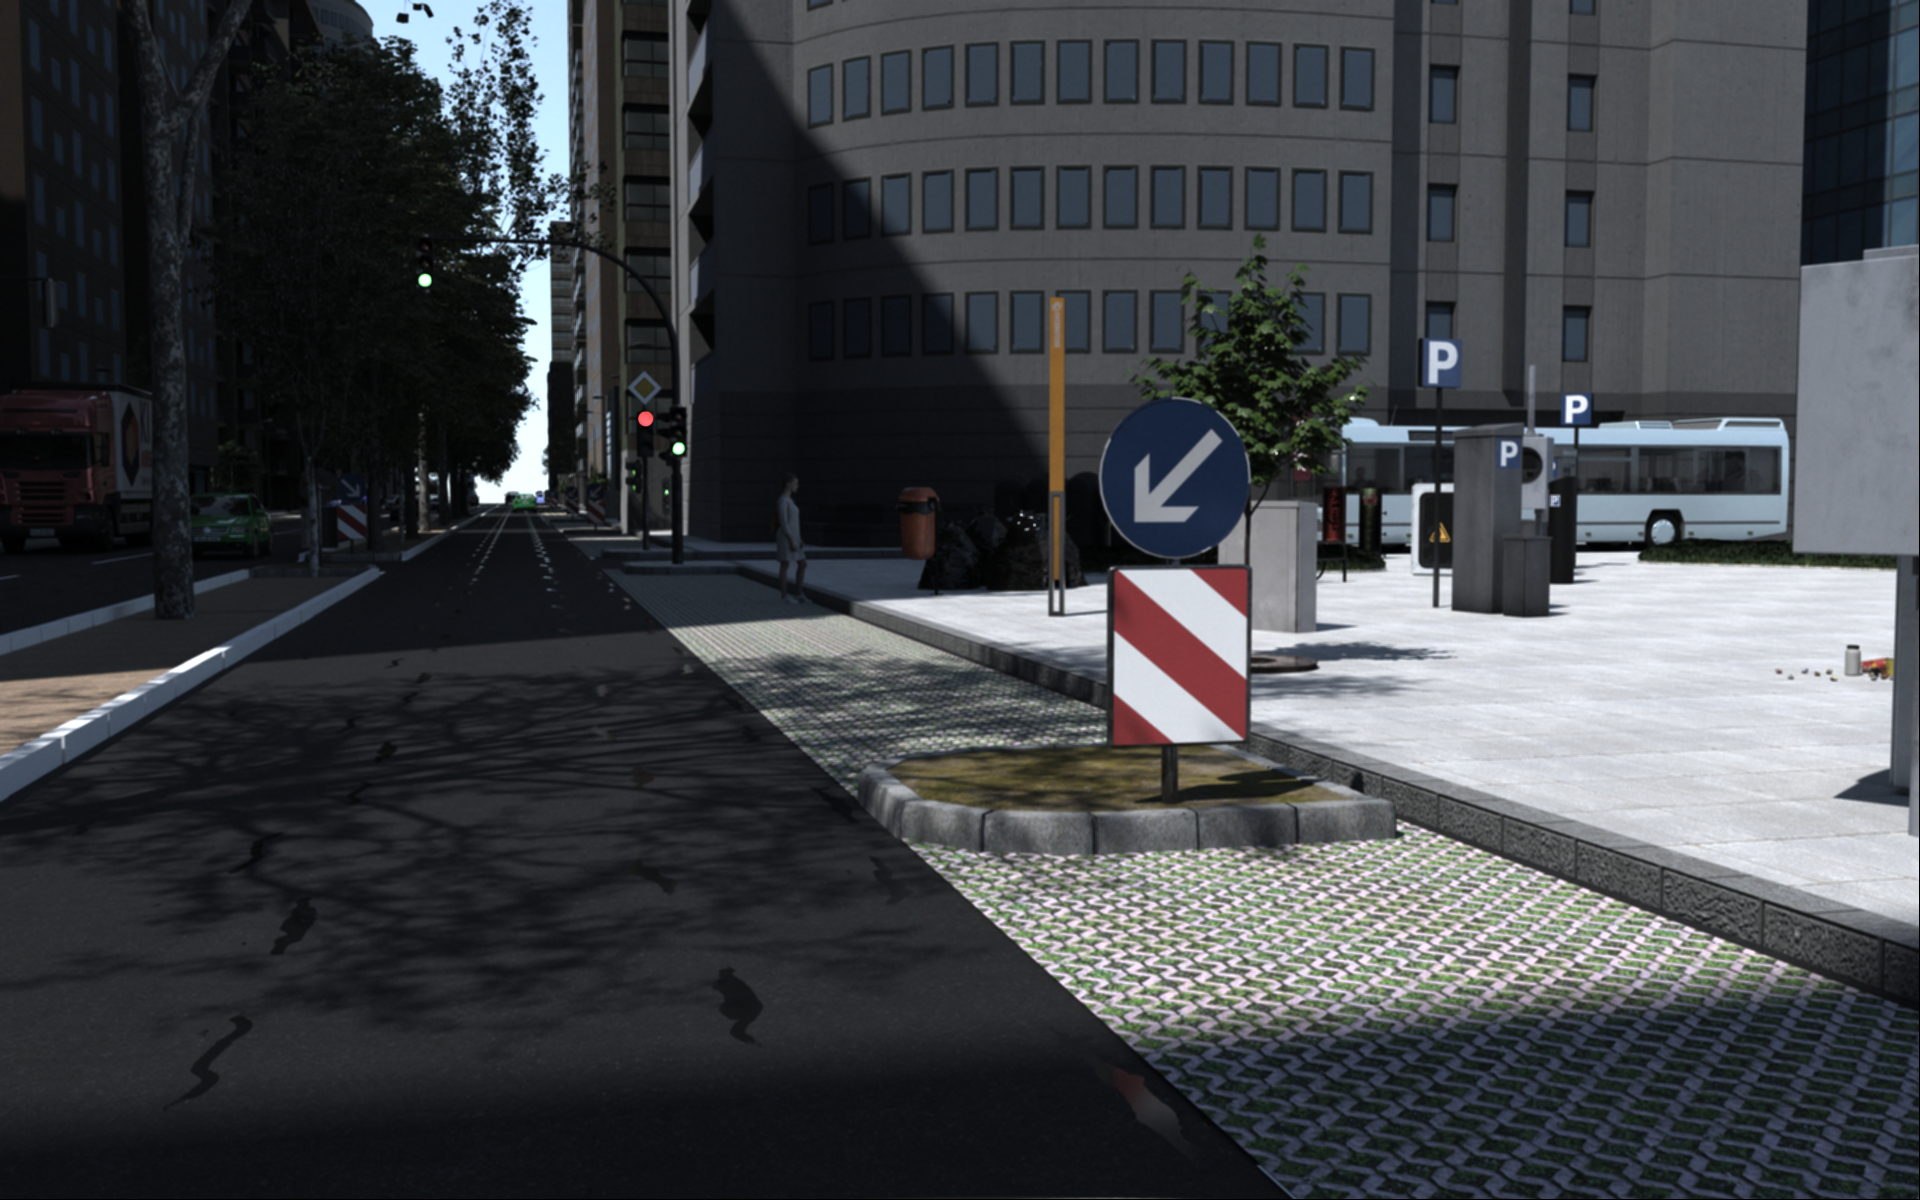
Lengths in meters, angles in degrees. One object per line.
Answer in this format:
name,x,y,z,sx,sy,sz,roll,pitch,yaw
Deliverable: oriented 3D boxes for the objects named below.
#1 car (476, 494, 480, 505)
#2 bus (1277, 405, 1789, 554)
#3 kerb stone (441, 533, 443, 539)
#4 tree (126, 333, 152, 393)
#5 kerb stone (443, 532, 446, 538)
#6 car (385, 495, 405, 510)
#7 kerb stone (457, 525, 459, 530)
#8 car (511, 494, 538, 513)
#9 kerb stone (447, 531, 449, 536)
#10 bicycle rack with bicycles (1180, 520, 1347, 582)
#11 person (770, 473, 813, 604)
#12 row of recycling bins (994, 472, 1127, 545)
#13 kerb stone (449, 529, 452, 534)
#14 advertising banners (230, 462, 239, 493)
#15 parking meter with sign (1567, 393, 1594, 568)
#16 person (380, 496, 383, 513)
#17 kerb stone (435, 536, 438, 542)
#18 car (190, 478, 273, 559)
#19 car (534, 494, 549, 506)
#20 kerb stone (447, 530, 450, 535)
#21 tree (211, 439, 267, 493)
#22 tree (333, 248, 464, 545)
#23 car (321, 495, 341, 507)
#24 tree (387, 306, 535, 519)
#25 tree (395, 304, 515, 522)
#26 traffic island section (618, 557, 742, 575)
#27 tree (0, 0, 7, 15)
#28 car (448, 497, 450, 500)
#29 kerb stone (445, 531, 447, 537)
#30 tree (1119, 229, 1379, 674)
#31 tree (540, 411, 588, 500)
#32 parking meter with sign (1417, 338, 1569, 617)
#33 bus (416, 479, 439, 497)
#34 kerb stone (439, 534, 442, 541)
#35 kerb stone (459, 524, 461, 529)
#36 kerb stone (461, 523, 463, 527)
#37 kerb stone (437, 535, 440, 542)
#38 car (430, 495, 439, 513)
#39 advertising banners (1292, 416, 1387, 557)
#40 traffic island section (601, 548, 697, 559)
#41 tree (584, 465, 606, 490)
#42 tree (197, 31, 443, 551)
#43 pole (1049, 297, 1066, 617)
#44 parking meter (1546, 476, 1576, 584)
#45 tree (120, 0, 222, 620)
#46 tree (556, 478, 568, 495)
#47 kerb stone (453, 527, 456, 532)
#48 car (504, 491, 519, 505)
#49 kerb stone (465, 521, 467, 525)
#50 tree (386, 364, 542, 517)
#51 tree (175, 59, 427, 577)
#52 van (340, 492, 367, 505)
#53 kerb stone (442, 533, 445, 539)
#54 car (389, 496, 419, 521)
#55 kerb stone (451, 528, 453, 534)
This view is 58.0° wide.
car,-65.215,-13.600,231.407,2.155,1.783,4.494,-1,4,-16
bus,13.234,-2.830,41.130,13.247,3.499,2.948,-1,4,-16
kerb stone,-15.956,-1.879,52.922,0.120,0.150,1.000,-1,4,-14
tree,-35.796,-7.584,74.353,4.737,8.622,4.395,0,3,0
kerb stone,-16.465,-1.998,54.908,0.120,0.150,1.000,-1,4,-14
car,-51.827,-8.995,159.429,2.083,1.381,4.827,-1,4,-13
kerb stone,-19.498,-2.727,66.823,0.120,0.150,1.000,-1,4,-14
car,-32.822,-7.446,130.545,1.959,1.807,4.718,-1,4,-15
kerb stone,-16.959,-2.122,56.898,0.120,0.150,1.000,-1,4,-14
bicycle rack with bicycles,4.156,-0.724,25.224,2.925,0.926,2.852,-3,5,-43
person,-2.218,-0.794,22.492,0.522,1.701,0.512,0,4,7
row of recycling bins,2.080,-1.555,32.543,3.534,1.692,1.069,3,5,39
kerb stone,-17.727,-2.304,59.866,0.120,0.150,1.000,-1,4,-14
advertising banners,-40.559,-6.159,96.895,0.090,3.025,2.074,-1,4,-12
parking meter with sign,10.119,-2.030,29.450,0.543,3.016,1.738,3,5,43
person,-43.997,-7.320,131.365,0.799,1.438,0.628,2,4,31
kerb stone,-15.197,-1.695,49.937,0.120,0.150,1.000,-1,4,-14
car,-16.736,-1.865,39.282,1.959,1.807,4.718,-1,4,-15
car,-51.288,-12.413,212.545,1.945,1.707,3.694,-1,4,-14
kerb stone,-17.221,-2.183,57.886,0.120,0.150,1.000,-1,4,-14
tree,-43.929,-7.381,104.388,4.285,4.588,4.351,0,3,0
tree,-15.715,-5.847,48.411,4.737,8.622,4.395,0,3,0
car,-46.555,-7.229,127.786,1.945,1.707,3.694,-1,4,-15
tree,-28.362,-11.490,96.977,9.857,13.997,8.962,0,3,0
tree,-26.097,-9.732,87.332,9.928,11.665,9.643,0,3,0
traffic island section,-5.176,-0.585,31.846,2.009,0.180,2.903,-1,4,-14
tree,-5.400,-5.668,5.505,12.009,13.543,11.850,0,3,0
car,-70.973,-13.757,237.287,2.083,1.381,4.827,-1,4,-15
kerb stone,-16.715,-2.062,55.905,0.120,0.150,1.000,-1,4,-14
tree,2.250,-1.107,12.708,1.663,3.219,1.824,0,3,0
tree,-43.617,-15.873,193.930,7.601,10.594,8.767,2,4,29
parking meter with sign,5.698,-1.375,18.738,0.543,3.016,1.738,-1,4,-22
bus,-62.952,-12.899,205.754,2.948,3.499,13.247,-1,4,-13
kerb stone,-15.700,-1.817,51.925,0.120,0.150,1.000,-1,4,-14
kerb stone,-19.998,-2.845,68.807,0.120,0.150,1.000,-1,4,-14
kerb stone,-20.508,-2.972,70.794,0.120,0.150,1.000,-1,4,-14
kerb stone,-15.446,-1.758,50.934,0.120,0.150,1.000,-1,4,-14
car,-40.724,-7.371,133.102,1.945,1.354,3.894,-1,4,-14
advertising banners,7.510,-2.349,34.593,2.074,3.025,0.090,2,4,34
traffic island section,-7.147,-1.058,39.585,2.009,0.180,2.903,-1,4,-14
tree,-24.083,-7.360,114.939,1.663,3.219,1.824,0,3,0
tree,-14.313,-7.441,42.249,7.486,12.596,7.792,0,3,0
pole,1.017,-1.484,18.107,0.158,3.312,0.155,0,3,0
parking meter,8.588,-0.999,24.752,0.372,1.533,0.369,0,3,0
tree,-7.596,-9.806,18.682,12.611,20.169,13.585,0,3,0
tree,-46.434,-12.734,202.805,1.663,3.219,1.824,0,3,0
kerb stone,-18.479,-2.486,62.845,0.120,0.150,1.000,-1,4,-14
car,-59.503,-13.568,230.507,2.281,1.827,5.304,-1,4,-14
kerb stone,-21.776,-3.272,75.762,0.120,0.150,1.000,-1,4,-14
tree,-30.658,-11.443,106.561,9.611,12.733,9.660,0,3,0
tree,-10.993,-4.672,29.208,4.360,8.622,3.978,0,3,0
van,-42.381,-7.171,121.636,2.240,2.365,5.245,-1,4,-15
kerb stone,-16.207,-1.940,53.915,0.120,0.150,1.000,-1,4,-14
car,-30.119,-5.014,94.558,1.945,1.354,3.894,-1,4,-13
kerb stone,-17.982,-2.365,60.860,0.120,0.150,1.000,-1,4,-14
